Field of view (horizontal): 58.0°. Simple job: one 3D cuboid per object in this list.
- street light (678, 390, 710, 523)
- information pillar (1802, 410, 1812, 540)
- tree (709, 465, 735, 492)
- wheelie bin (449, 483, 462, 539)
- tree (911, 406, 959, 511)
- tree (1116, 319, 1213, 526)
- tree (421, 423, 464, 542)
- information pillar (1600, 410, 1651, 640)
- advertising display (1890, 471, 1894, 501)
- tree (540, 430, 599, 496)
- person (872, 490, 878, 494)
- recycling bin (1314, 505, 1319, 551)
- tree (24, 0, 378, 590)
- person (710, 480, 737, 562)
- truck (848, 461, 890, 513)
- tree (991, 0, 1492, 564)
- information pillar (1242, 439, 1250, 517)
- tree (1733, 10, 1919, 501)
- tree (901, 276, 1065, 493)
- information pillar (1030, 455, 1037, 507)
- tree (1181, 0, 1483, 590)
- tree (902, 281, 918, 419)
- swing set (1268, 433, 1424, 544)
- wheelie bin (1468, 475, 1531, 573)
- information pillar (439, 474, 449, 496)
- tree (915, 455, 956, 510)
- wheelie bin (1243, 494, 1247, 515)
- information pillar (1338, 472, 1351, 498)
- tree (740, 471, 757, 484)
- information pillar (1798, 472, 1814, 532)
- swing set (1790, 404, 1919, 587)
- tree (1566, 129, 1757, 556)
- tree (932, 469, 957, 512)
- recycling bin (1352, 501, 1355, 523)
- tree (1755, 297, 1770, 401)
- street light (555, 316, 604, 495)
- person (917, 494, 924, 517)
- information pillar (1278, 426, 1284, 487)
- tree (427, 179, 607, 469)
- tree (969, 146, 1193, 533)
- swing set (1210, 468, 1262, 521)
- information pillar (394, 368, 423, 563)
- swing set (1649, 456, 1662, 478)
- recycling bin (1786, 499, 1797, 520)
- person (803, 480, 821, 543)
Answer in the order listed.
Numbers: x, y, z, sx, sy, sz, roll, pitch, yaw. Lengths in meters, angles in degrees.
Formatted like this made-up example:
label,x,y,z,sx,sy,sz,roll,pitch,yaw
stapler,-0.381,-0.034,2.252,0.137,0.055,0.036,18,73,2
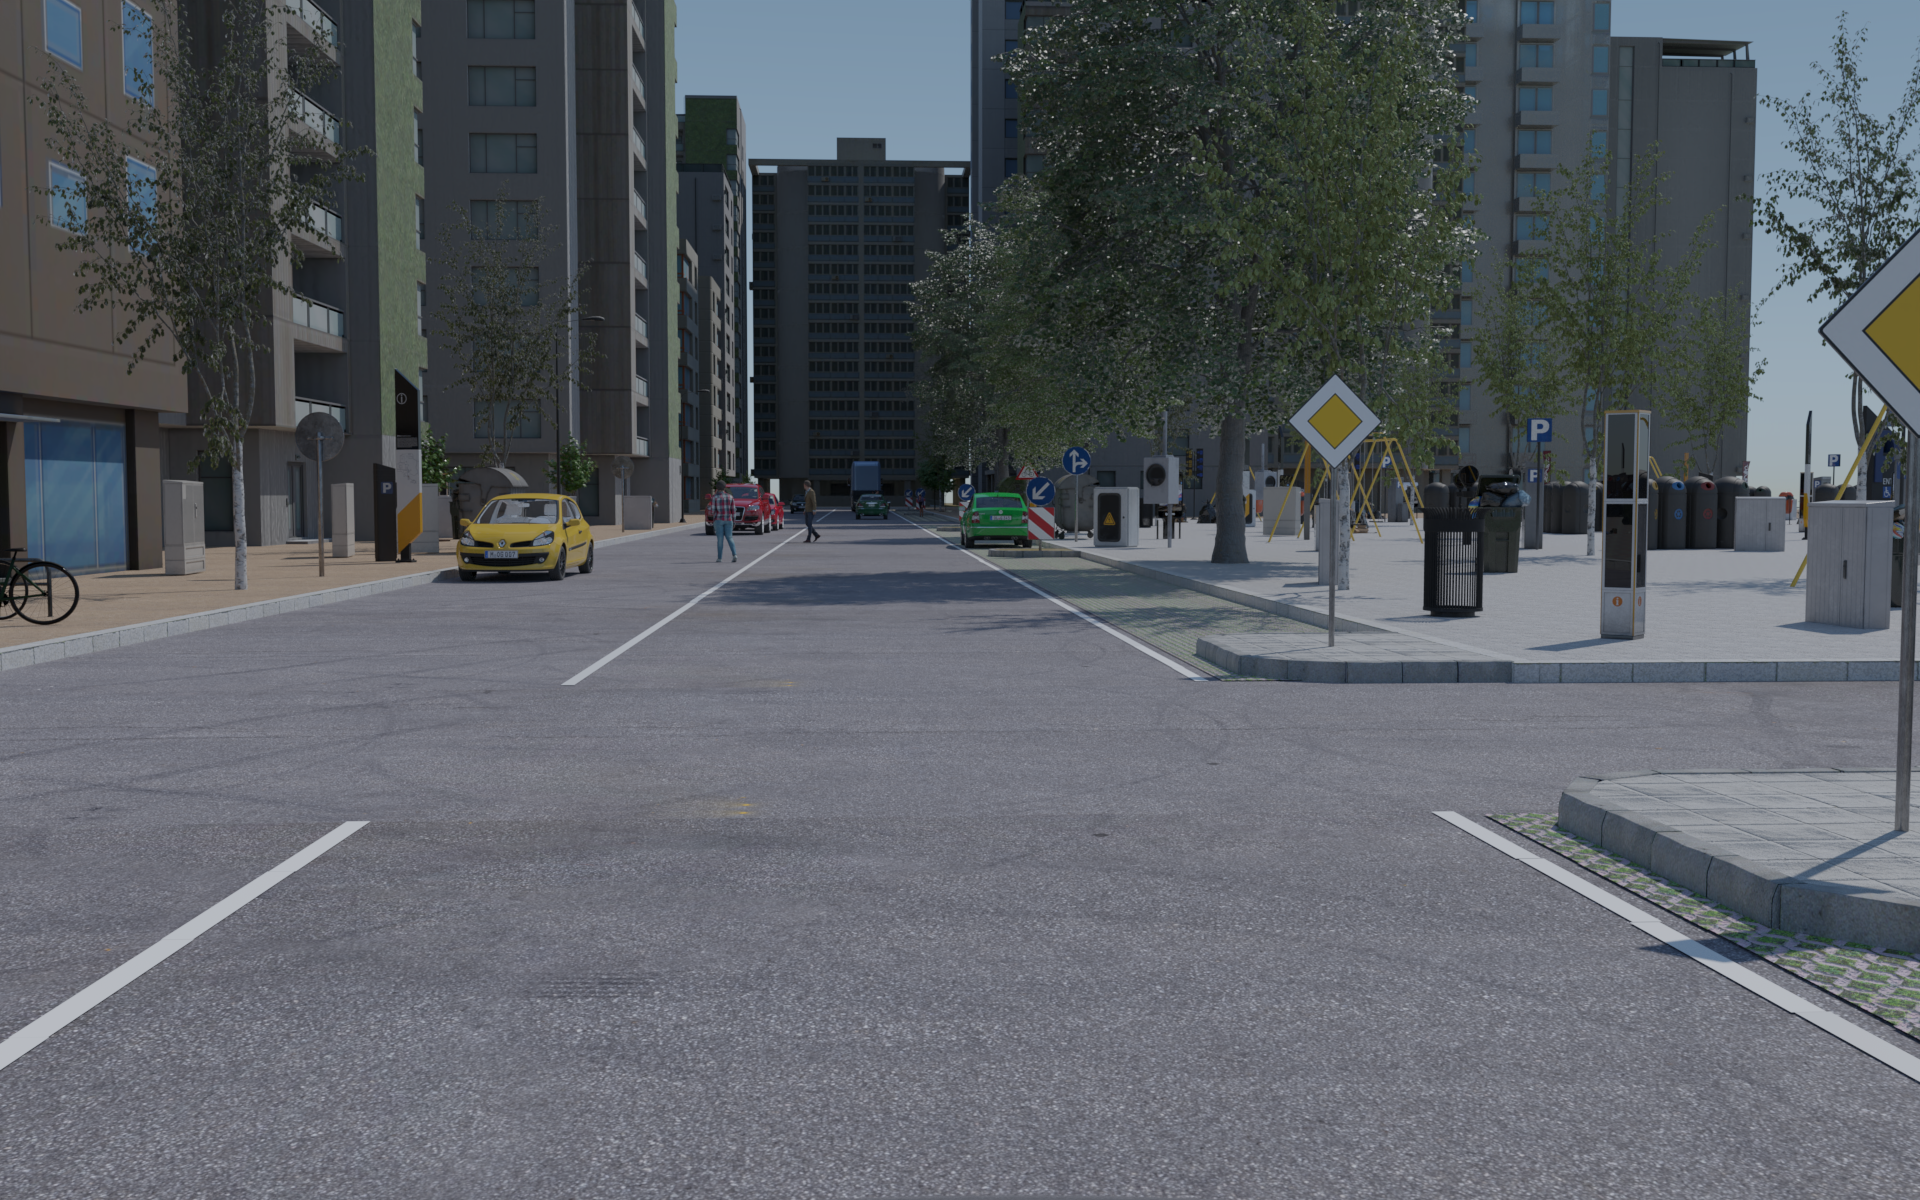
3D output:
label,x,y,z,sx,sy,sz,roll,pitch,yaw
street light,-11.839,-6.399,77.158,1.470,5.913,1.316,0,4,-3
information pillar,23.682,-3.488,48.388,0.183,3.616,0.504,2,4,34
tree,-15.709,-7.277,113.583,1.663,3.219,1.824,0,3,0
wheelie bin,-14.046,-2.520,49.116,0.980,1.594,0.693,2,4,34
tree,-1.539,-11.047,130.984,4.737,8.622,4.395,0,3,0
tree,7.927,-7.253,68.947,4.360,8.622,3.978,0,3,0
tree,-14.258,-3.203,46.974,1.663,3.219,1.824,0,3,0
information pillar,5.890,-0.663,15.339,0.304,2.012,0.304,3,5,40
advertising display,26.534,-2.639,48.369,0.974,1.923,0.123,1,4,18
tree,-11.814,-3.520,52.145,1.663,3.219,1.824,0,3,0
person,-5.902,-6.903,122.171,0.445,1.727,0.742,1,4,17
recycling bin,8.377,-1.623,39.088,0.722,1.027,0.722,1,4,8
tree,-9.862,-4.436,22.885,4.360,8.622,3.978,0,3,0
person,-4.976,-1.657,36.428,0.563,1.720,0.643,-2,4,-27
truck,-7.212,-9.004,136.967,2.967,4.110,18.799,0,4,-5
tree,5.118,-7.660,31.890,9.857,13.997,8.962,0,3,0
information pillar,10.210,-4.357,62.598,0.504,3.616,0.183,-1,4,-12
tree,14.366,-4.682,26.908,4.360,8.622,3.978,0,3,0
tree,2.015,-11.036,90.815,12.009,13.543,11.850,0,3,0
information pillar,2.739,-4.503,64.973,0.183,3.616,0.504,-1,4,-19
tree,5.040,-4.426,22.735,4.737,8.622,4.395,0,3,0
tree,2.117,-10.540,78.992,9.857,13.997,8.962,0,3,0
swing set,10.139,-2.912,45.238,2.862,2.851,3.119,-2,4,-25
wheelie bin,8.851,-1.251,28.356,0.980,1.594,0.693,0,4,4
information pillar,-18.496,-3.525,62.120,0.304,2.012,0.304,0,4,-4
tree,-1.936,-9.431,137.906,4.285,4.588,4.351,0,3,0
wheelie bin,8.756,-2.883,55.038,0.693,1.594,0.980,1,4,11
information pillar,12.864,-3.277,58.064,0.304,2.012,0.304,-3,5,-42
tree,-17.542,-9.008,141.875,1.663,3.219,1.824,0,3,0
information pillar,28.361,-3.276,58.059,0.304,2.012,0.304,0,4,-7
swing set,12.770,-1.506,22.238,2.862,2.851,3.119,0,4,5
tree,13.423,-5.233,35.924,4.737,8.622,4.395,0,3,0
tree,-0.972,-7.989,125.218,1.663,3.219,1.824,0,3,0
recycling bin,13.798,-3.057,62.530,0.722,1.027,0.722,0,4,-7
tree,26.290,-6.751,60.742,4.737,8.622,4.395,0,3,0
street light,-9.992,-4.455,45.386,1.470,5.913,1.316,0,4,-3
person,-2.438,-5.913,108.415,0.421,1.427,0.697,1,4,13
information pillar,10.932,-4.143,59.099,0.183,3.616,0.504,0,4,-2
tree,-10.893,-5.582,41.636,4.360,8.622,3.978,0,3,0
tree,3.970,-8.455,56.371,7.486,12.596,7.792,0,3,0
swing set,12.827,-5.043,80.072,2.862,2.851,3.119,0,4,-2
information pillar,-10.313,-2.508,32.366,0.504,3.616,0.183,1,4,13
swing set,28.181,-4.488,71.001,2.862,2.851,3.119,2,4,25
recycling bin,40.545,-4.426,84.917,0.722,1.027,0.722,3,5,42
person,-4.452,-2.629,51.393,0.656,1.842,0.836,2,4,34
